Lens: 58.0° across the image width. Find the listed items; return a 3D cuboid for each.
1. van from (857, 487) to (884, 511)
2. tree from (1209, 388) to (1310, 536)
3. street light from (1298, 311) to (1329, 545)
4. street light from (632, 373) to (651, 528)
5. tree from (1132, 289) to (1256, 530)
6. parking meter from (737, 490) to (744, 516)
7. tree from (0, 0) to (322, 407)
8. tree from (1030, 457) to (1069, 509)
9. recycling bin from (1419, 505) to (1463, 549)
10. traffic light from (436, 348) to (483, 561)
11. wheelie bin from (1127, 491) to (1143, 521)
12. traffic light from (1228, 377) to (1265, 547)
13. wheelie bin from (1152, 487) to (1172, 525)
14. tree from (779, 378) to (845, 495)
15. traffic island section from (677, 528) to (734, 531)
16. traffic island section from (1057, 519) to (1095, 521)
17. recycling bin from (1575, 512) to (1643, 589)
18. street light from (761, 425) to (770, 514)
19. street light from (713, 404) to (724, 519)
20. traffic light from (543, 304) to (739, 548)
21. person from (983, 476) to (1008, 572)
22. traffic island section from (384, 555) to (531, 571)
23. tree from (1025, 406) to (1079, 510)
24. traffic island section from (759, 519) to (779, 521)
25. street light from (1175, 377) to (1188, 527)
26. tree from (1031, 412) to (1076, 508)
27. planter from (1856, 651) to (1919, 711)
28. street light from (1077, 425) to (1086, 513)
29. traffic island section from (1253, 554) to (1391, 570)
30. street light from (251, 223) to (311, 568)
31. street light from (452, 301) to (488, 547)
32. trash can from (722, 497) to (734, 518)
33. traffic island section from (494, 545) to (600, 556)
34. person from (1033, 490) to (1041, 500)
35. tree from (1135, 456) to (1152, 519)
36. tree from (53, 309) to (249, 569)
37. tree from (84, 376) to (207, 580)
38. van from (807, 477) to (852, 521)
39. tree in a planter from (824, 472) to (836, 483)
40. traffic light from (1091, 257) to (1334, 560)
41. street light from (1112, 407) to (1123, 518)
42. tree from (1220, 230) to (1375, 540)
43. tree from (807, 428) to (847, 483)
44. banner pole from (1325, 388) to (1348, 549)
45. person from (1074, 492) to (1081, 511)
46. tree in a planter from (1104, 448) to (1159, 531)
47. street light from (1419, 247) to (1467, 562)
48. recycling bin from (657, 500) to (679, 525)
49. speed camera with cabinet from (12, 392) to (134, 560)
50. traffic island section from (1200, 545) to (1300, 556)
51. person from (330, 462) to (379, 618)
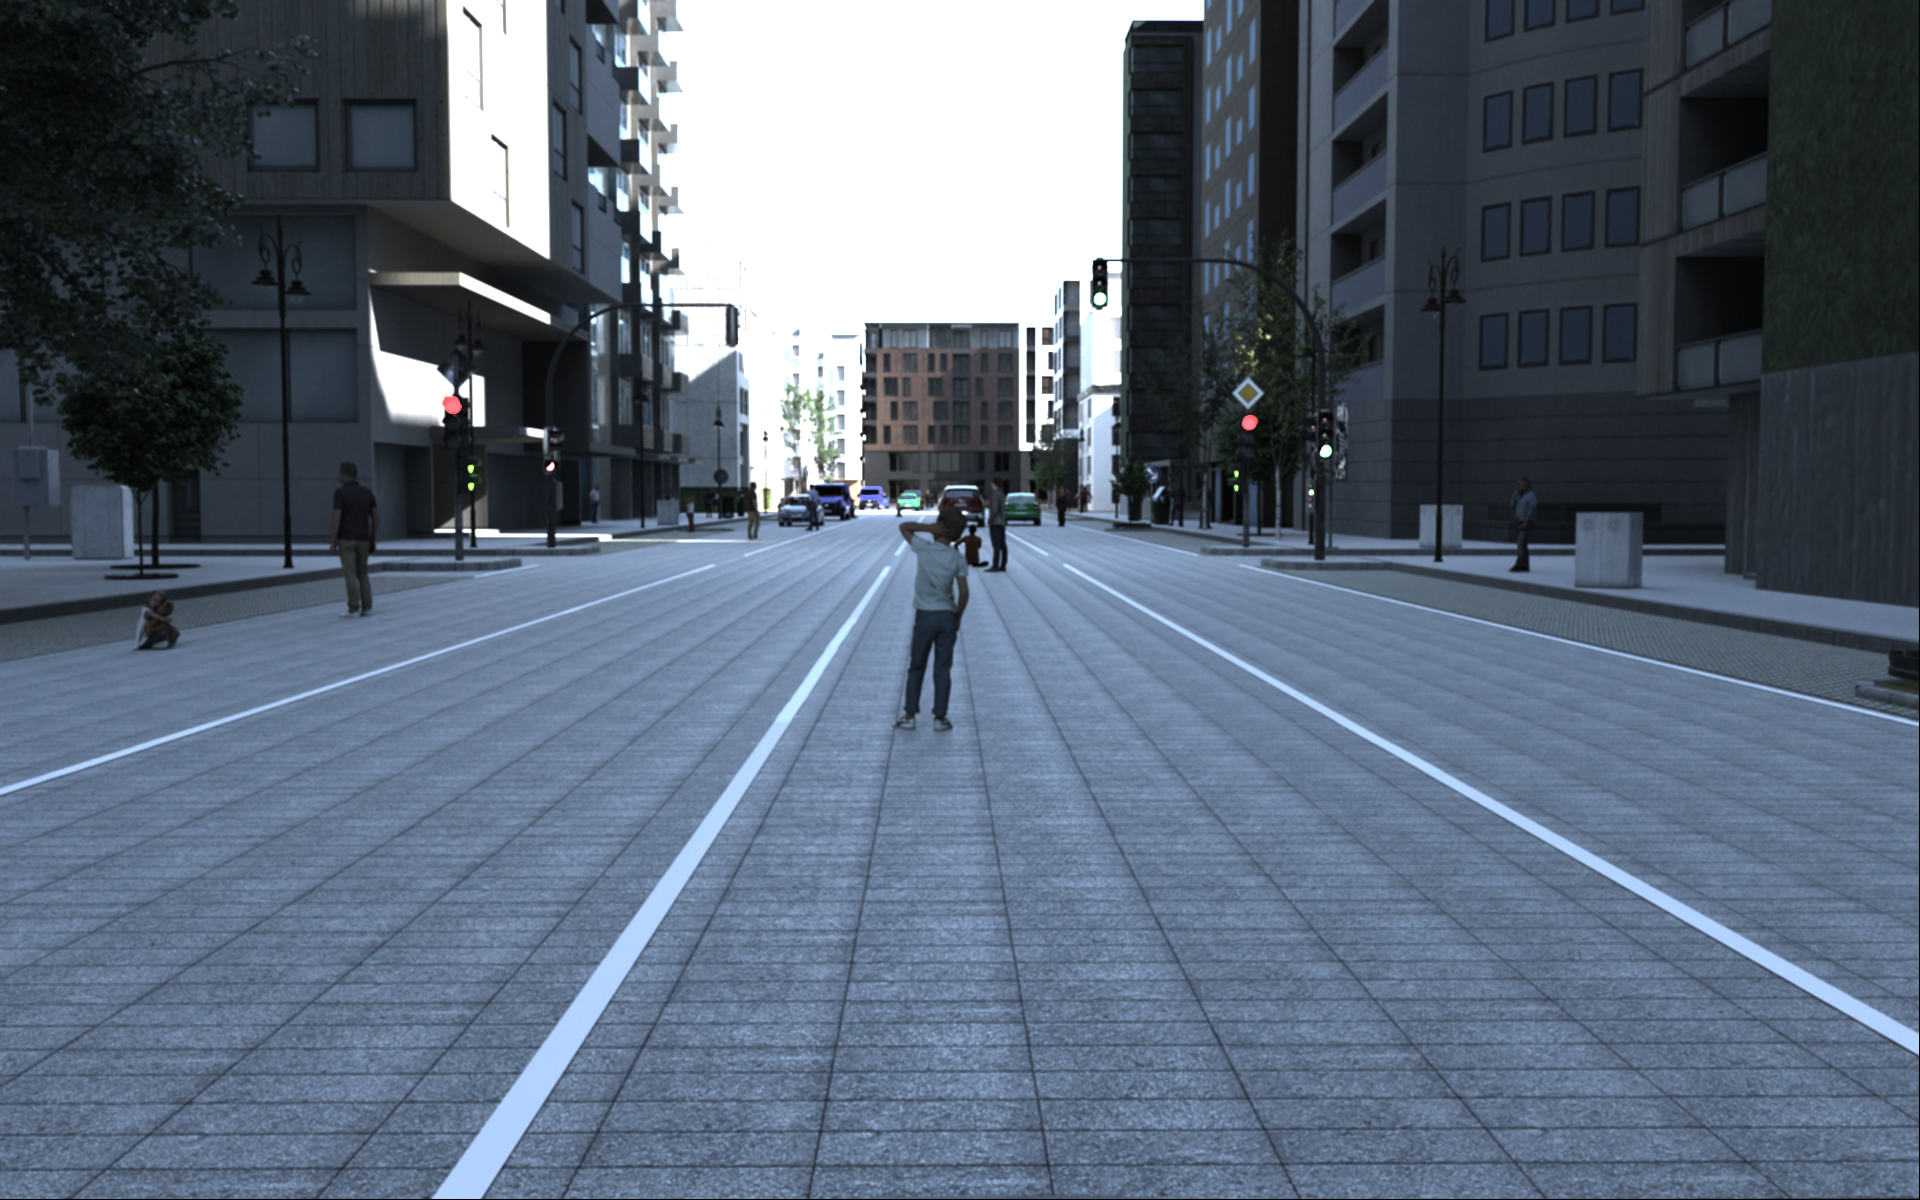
[{"bbox_3d":[-7.786,-9.012,151.723,2.240,2.365,5.245,0,4,0],"label":"van"},{"bbox_3d":[9.374,-4.282,53.732,4.285,4.588,4.351,0,3,0],"label":"tree"},{"bbox_3d":[8.935,-4.347,43.868,0.468,5.910,1.993,0,4,-1],"label":"street light"},{"bbox_3d":[-12.008,-5.664,65.387,0.468,5.910,1.993,0,4,-1],"label":"street light"},{"bbox_3d":[8.593,-6.821,61.882,4.360,8.622,3.978,0,3,0],"label":"tree"},{"bbox_3d":[-12.637,-5.596,99.913,0.372,1.533,0.369,0,3,0],"label":"parking meter"},{"bbox_3d":[-12.084,-6.842,18.520,9.857,13.997,8.962,0,3,0],"label":"tree"},{"bbox_3d":[7.570,-10.007,147.333,4.285,4.588,4.351,0,3,0],"label":"tree"},{"bbox_3d":[11.411,-1.745,41.092,0.722,1.027,0.722,-2,4,-29],"label":"recycling bin"},{"bbox_3d":[-9.666,-2.719,33.384,0.839,4.253,0.868,0,4,-1],"label":"traffic light"},{"bbox_3d":[8.356,-4.563,82.505,0.693,1.594,0.980,1,4,15],"label":"wheelie bin"},{"bbox_3d":[6.873,-3.221,41.592,0.839,4.253,0.868,0,4,-1],"label":"traffic light"},{"bbox_3d":[8.489,-3.968,72.787,0.693,1.594,0.980,-1,4,-15],"label":"wheelie bin"},{"bbox_3d":[-14.245,-14.112,156.481,9.928,11.665,9.643,0,3,0],"label":"tree"},{"bbox_3d":[-9.811,-2.702,67.045,1.991,0.108,1.994,0,4,-1],"label":"traffic island section"},{"bbox_3d":[6.246,-4.340,93.829,1.991,0.108,1.994,0,4,-1],"label":"traffic island section"},{"bbox_3d":[8.935,-0.691,23.844,0.722,1.027,0.722,3,4,37],"label":"recycling bin"},{"bbox_3d":[-12.765,-8.615,113.639,0.468,5.910,1.993,0,4,-1],"label":"street light"},{"bbox_3d":[-12.406,-7.119,89.185,0.468,5.910,1.993,0,4,-1],"label":"street light"},{"bbox_3d":[-7.676,-4.083,41.429,4.771,5.953,1.251,0,4,-1],"label":"traffic light"},{"bbox_3d":[0.561,-1.410,32.087,0.750,1.759,0.617,3,5,40],"label":"person"},{"bbox_3d":[-9.707,-0.687,33.518,2.009,0.180,2.903,0,4,-1],"label":"traffic island section"},{"bbox_3d":[7.464,-11.626,140.448,4.360,8.622,3.978,0,3,0],"label":"tree"},{"bbox_3d":[-10.142,-4.353,94.031,1.991,0.108,1.994,0,4,-1],"label":"traffic island section"},{"bbox_3d":[8.681,-5.803,67.668,0.468,5.910,1.993,0,4,-1],"label":"street light"},{"bbox_3d":[8.086,-12.527,155.181,4.737,8.622,4.395,0,3,0],"label":"tree"},{"bbox_3d":[7.289,0.573,11.777,1.991,0.319,1.994,0,4,-1],"label":"planter"},{"bbox_3d":[8.112,-8.740,115.691,0.468,5.910,1.993,0,4,-1],"label":"street light"},{"bbox_3d":[7.013,-0.700,33.722,2.009,0.180,2.903,0,4,-1],"label":"traffic island section"},{"bbox_3d":[-11.664,-3.493,29.905,0.468,5.910,1.993,0,4,-1],"label":"street light"},{"bbox_3d":[-11.732,-4.208,41.587,0.468,5.910,1.993,0,4,-1],"label":"street light"},{"bbox_3d":[-12.236,-4.870,91.281,0.748,1.137,0.748,0,3,0],"label":"trash can"},{"bbox_3d":[-9.807,-1.176,41.502,2.009,0.180,2.903,0,4,-1],"label":"traffic island section"},{"bbox_3d":[7.748,-10.331,175.673,1.217,1.743,0.721,3,5,40],"label":"person"},{"bbox_3d":[9.436,-5.763,88.818,1.663,3.219,1.824,0,3,0],"label":"tree"},{"bbox_3d":[-14.044,-2.834,30.053,4.285,4.588,4.351,0,3,0],"label":"tree"},{"bbox_3d":[-12.387,-1.947,26.430,1.663,3.219,1.824,0,3,0],"label":"tree"},{"bbox_3d":[-7.109,-5.554,95.191,2.240,2.365,5.245,0,4,1],"label":"van"},{"bbox_3d":[-10.763,-8.929,143.209,1.991,3.239,1.994,0,4,-1],"label":"tree in a planter"},{"bbox_3d":[4.883,-3.595,33.440,4.771,5.953,1.251,0,4,-1],"label":"traffic light"},{"bbox_3d":[8.331,-7.285,91.890,0.468,5.910,1.993,0,4,-1],"label":"street light"},{"bbox_3d":[9.017,-5.981,48.154,4.737,8.622,4.395,0,3,0],"label":"tree"},{"bbox_3d":[-13.428,-13.676,173.965,4.360,8.622,3.978,0,3,0],"label":"tree"},{"bbox_3d":[8.925,-3.117,40.976,0.863,3.779,0.401,-3,5,-41],"label":"banner pole"},{"bbox_3d":[8.807,-7.314,128.819,0.628,1.438,0.799,3,4,37],"label":"person"},{"bbox_3d":[6.589,-4.255,66.792,1.991,3.239,1.994,0,4,-1],"label":"tree in a planter"},{"bbox_3d":[9.069,-3.662,32.654,0.468,5.910,1.993,0,4,-1],"label":"street light"},{"bbox_3d":[-12.102,-3.623,71.789,0.722,1.027,0.722,1,4,9],"label":"recycling bin"},{"bbox_3d":[-17.384,-2.423,33.947,2.038,3.252,0.660,0,4,-6],"label":"speed camera with cabinet"},{"bbox_3d":[6.913,-1.188,41.706,2.009,0.180,2.903,0,4,-1],"label":"traffic island section"},{"bbox_3d":[-7.075,-0.707,20.191,0.598,1.807,0.434,-3,5,-44],"label":"person"}]
